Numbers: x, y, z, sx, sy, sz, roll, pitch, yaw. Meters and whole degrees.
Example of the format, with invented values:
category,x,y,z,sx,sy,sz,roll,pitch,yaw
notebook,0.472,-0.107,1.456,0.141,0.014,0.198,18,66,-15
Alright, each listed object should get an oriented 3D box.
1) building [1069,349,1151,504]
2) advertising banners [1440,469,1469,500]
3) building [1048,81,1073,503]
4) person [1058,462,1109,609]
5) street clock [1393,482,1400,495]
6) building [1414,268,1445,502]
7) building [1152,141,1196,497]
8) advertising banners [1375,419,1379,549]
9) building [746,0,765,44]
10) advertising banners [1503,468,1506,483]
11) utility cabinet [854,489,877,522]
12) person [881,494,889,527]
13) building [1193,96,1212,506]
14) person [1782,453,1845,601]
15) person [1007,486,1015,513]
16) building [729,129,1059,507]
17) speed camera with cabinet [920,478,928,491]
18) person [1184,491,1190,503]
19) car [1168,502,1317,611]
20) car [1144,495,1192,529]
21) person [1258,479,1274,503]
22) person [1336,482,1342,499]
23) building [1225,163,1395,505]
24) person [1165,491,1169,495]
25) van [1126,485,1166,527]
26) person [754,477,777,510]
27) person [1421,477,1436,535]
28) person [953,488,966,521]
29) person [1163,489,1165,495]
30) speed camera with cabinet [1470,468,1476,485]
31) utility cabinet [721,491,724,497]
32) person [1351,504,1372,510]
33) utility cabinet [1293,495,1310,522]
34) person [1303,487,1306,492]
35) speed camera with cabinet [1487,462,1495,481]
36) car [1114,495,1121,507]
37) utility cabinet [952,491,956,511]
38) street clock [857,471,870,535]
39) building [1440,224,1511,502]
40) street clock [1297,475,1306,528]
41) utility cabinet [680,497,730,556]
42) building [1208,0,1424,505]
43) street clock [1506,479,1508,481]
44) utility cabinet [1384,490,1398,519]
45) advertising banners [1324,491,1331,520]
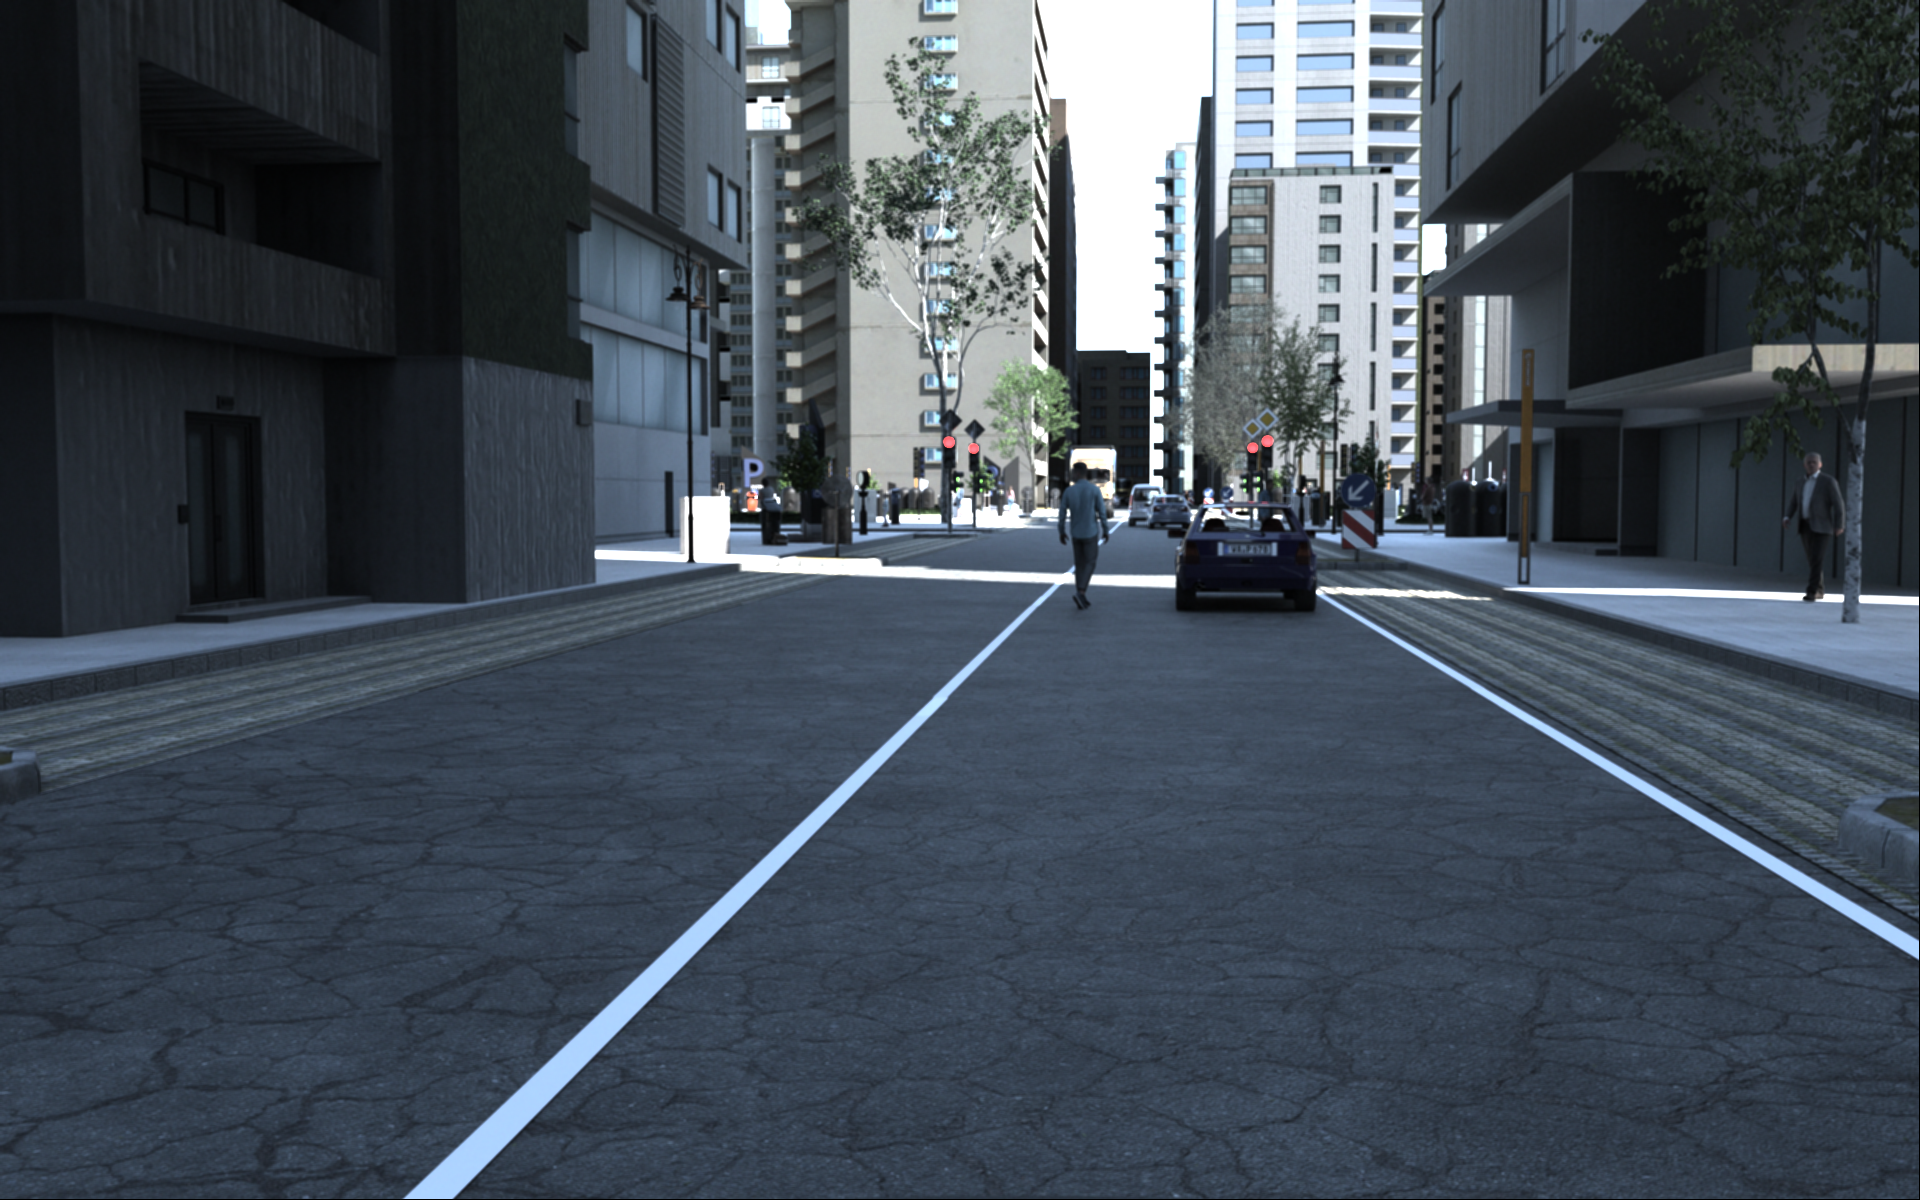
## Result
category,x,y,z,sx,sy,sz,roll,pitch,yaw
building,11.624,-23.998,237.406,28.899,21.520,27.650,0,4,6
advertising banners,34.219,-7.564,119.855,2.074,3.025,0.090,3,4,37
building,5.237,-33.195,192.845,14.600,45.320,14.200,0,4,6
person,1.509,-0.825,21.849,0.638,1.841,0.748,2,4,30
street clock,26.763,-6.217,106.210,0.358,2.002,0.471,0,4,-7
building,63.445,-27.702,224.630,14.107,30.474,14.160,0,4,6
building,41.169,-37.418,231.390,30.456,49.044,23.786,0,4,6
advertising banners,9.906,-2.751,41.163,0.090,3.025,2.074,1,4,15
building,-39.874,-56.638,238.695,31.000,86.520,22.319,0,4,6
advertising banners,36.428,-7.388,116.980,0.090,3.025,2.074,0,4,-6
utility cabinet,-4.241,-4.217,77.631,0.318,1.500,1.173,3,5,42
person,-2.916,-3.487,67.332,0.394,1.301,0.425,-1,4,-23
building,38.206,-35.314,201.088,21.300,48.544,21.600,0,4,6
person,10.183,-0.874,20.728,0.834,1.777,0.661,-3,5,-41
person,3.383,-6.687,115.379,0.555,1.821,0.388,1,4,9
building,-6.316,-29.532,174.728,32.217,40.220,23.993,0,4,6
speed camera with cabinet,-2.417,-7.256,112.971,0.660,3.252,2.038,0,4,2
person,19.843,-8.739,152.213,0.721,1.723,1.217,-2,4,-25
car,3.688,-0.614,22.627,1.945,1.354,3.894,0,4,7
car,8.687,-3.676,72.108,2.014,1.417,4.499,0,4,5
person,6.959,-1.875,39.508,0.601,1.785,0.444,-3,5,-44
person,15.189,-3.836,69.113,0.623,1.781,0.721,1,4,14
building,30.995,-23.486,155.701,14.160,30.474,14.107,0,4,6
person,21.600,-10.499,181.084,0.541,1.710,0.530,-1,4,-17
van,8.428,-4.320,77.637,2.013,2.044,4.112,0,4,8
person,-5.778,-2.776,51.791,0.532,1.782,0.716,3,5,45
person,14.813,-2.984,54.798,0.573,1.828,0.580,-1,4,-15
person,0.010,-4.714,83.142,0.654,1.822,0.581,-1,4,-20
person,13.631,-6.614,117.032,0.834,1.777,0.661,1,4,16
speed camera with cabinet,39.210,-8.384,131.422,2.038,3.252,0.660,-3,4,-36
utility cabinet,-16.566,-6.635,117.166,1.173,1.500,0.318,1,4,10
person,10.955,-2.505,47.339,0.444,1.785,0.601,-1,4,-18
utility cabinet,15.707,-4.240,80.483,1.020,1.237,0.306,1,4,19
person,18.776,-5.415,95.060,0.515,1.767,0.782,1,4,11
speed camera with cabinet,32.996,-6.805,105.593,2.038,3.252,0.660,1,4,16
car,16.344,-10.663,186.700,2.083,1.381,4.827,0,4,5
utility cabinet,-0.663,-7.510,131.468,1.173,1.500,0.318,-2,4,-34
street clock,-3.043,-3.054,54.509,0.358,2.002,0.471,-2,4,-31
building,64.642,-31.738,202.505,14.086,41.232,14.154,0,4,6
street clock,13.088,-3.779,66.353,0.358,2.002,0.471,0,4,-1
utility cabinet,-5.367,-1.545,36.417,1.020,1.237,0.306,-2,4,-33
building,36.057,-38.777,176.010,21.231,58.520,28.212,0,4,6
street clock,24.450,-4.418,76.812,0.471,2.002,0.358,0,4,-6
utility cabinet,21.939,-4.923,89.166,1.173,1.500,0.318,2,4,34
advertising banners,18.692,-5.431,84.982,2.074,3.025,0.090,1,4,14
